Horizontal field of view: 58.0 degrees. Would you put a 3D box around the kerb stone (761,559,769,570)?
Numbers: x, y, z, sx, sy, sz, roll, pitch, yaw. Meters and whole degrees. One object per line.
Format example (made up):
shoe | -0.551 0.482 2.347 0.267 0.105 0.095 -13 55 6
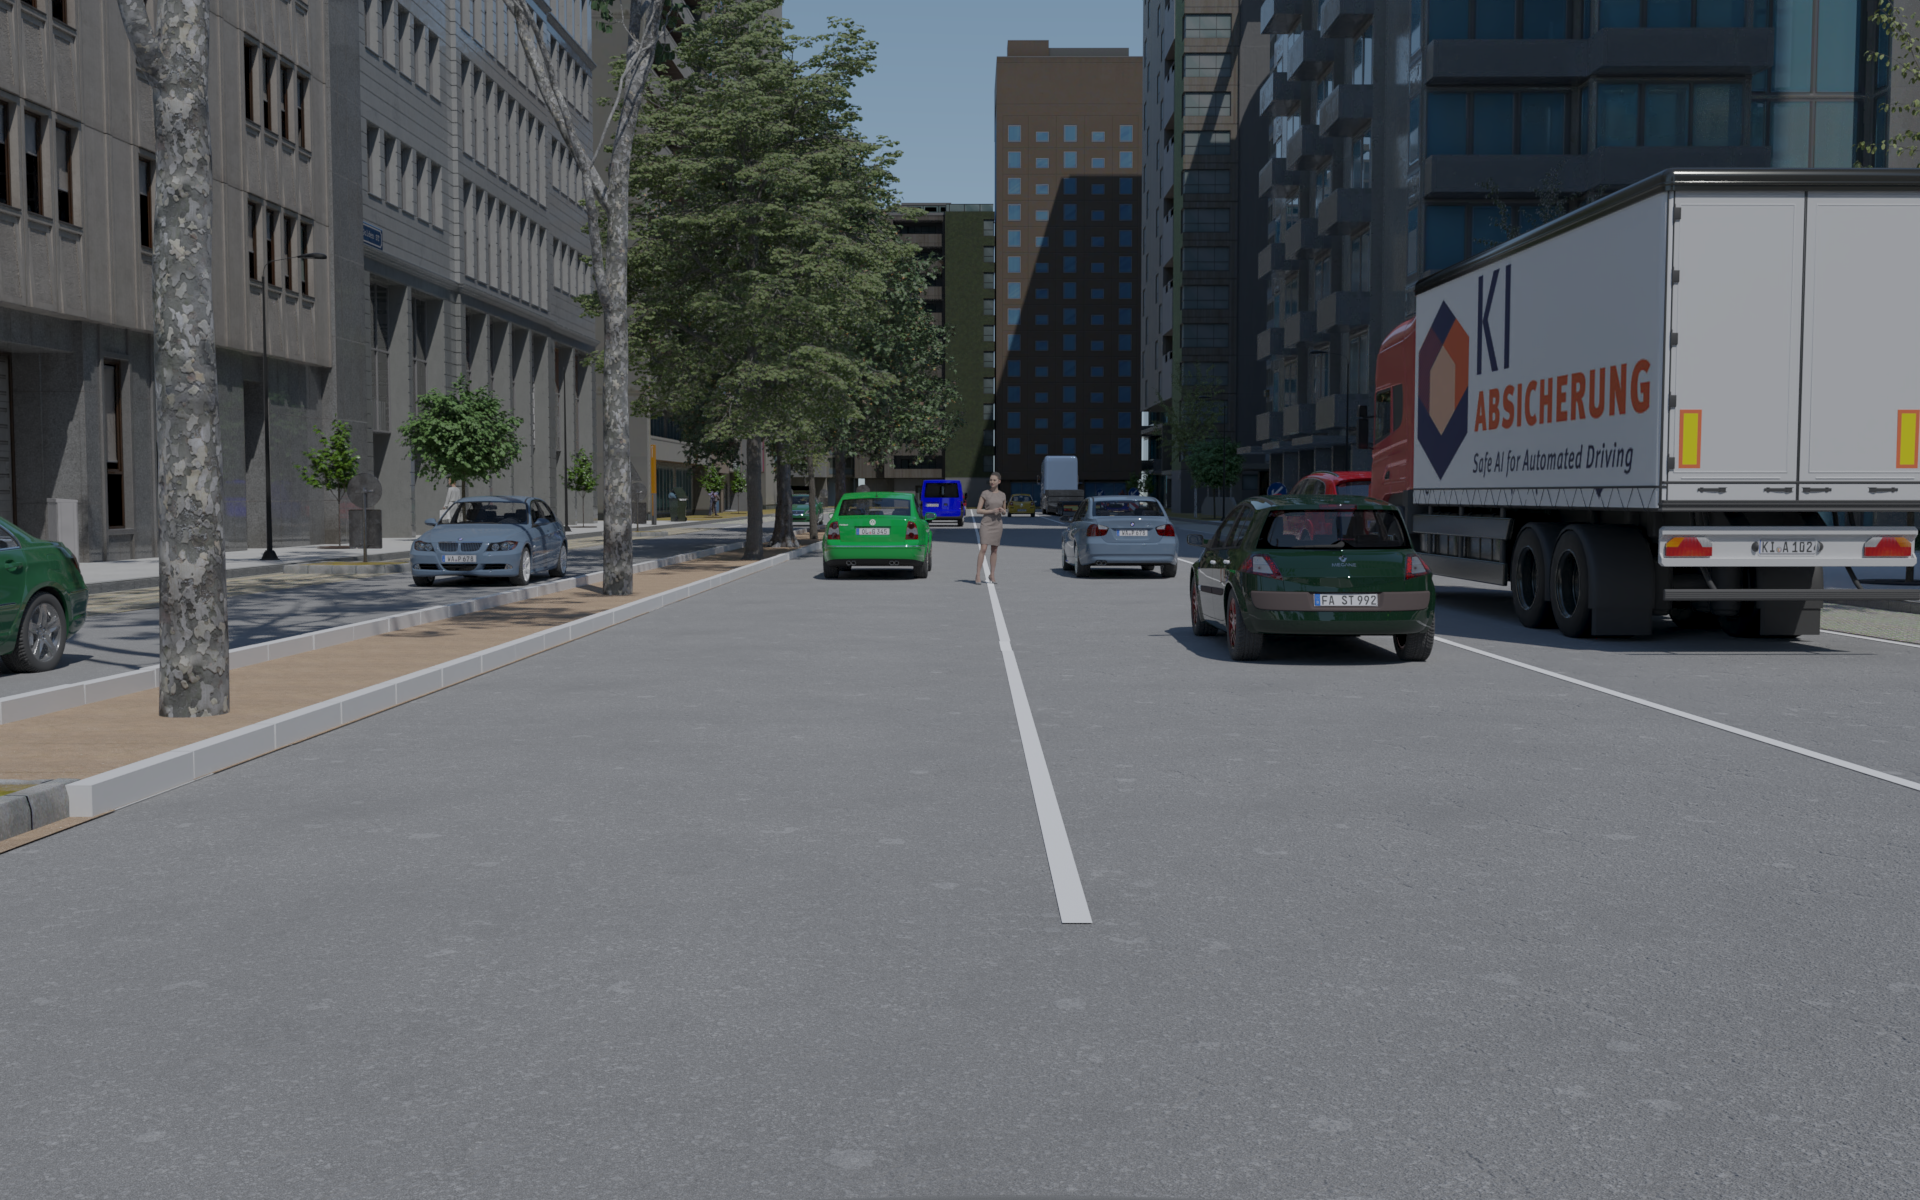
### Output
kerb stone | -3.783 -0.643 32.729 0.120 0.150 1.000 0 4 0

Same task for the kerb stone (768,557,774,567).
kerb stone | -3.783 -0.707 33.754 0.120 0.150 1.000 0 4 0

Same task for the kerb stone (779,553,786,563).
kerb stone | -3.768 -0.831 35.805 0.120 0.150 1.000 0 4 0

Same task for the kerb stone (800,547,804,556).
kerb stone | -3.752 -1.079 39.919 0.120 0.150 1.000 0 4 0

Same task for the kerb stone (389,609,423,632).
kerb stone | -5.942 0.234 18.369 0.120 0.150 1.000 0 4 0

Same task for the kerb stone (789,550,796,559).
kerb stone | -3.756 -0.958 37.868 0.120 0.150 1.000 0 4 0

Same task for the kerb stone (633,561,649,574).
kerb stone | -5.888 -0.581 31.692 0.120 0.150 1.000 0 4 0

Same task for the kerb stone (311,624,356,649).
kerb stone | -5.950 0.360 16.312 0.120 0.150 1.000 0 4 0

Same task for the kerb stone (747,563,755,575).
kerb stone | -3.793 -0.518 30.684 0.120 0.150 1.000 0 4 0

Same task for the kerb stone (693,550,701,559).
kerb stone | -5.862 -0.956 37.844 0.120 0.150 1.000 0 4 0

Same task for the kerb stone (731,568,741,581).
kerb stone | -3.798 -0.392 28.640 0.120 0.150 1.000 0 4 0

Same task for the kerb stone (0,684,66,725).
kerb stone | -5.973 0.673 11.188 0.120 0.150 1.000 0 4 0

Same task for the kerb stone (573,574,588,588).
kerb stone | -5.914 -0.262 26.569 0.120 0.150 1.000 0 4 0

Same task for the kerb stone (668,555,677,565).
kerb stone | -5.884 -0.764 34.768 0.120 0.150 1.000 0 4 0

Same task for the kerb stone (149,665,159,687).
kerb stone | -5.970 0.548 13.236 0.120 0.150 1.000 0 4 0

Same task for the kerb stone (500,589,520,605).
kerb stone | -5.928 -0.017 22.478 0.120 0.150 1.000 0 4 0

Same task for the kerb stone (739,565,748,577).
kerb stone | -3.797 -0.457 29.662 0.120 0.150 1.000 0 4 0

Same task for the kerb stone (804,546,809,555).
kerb stone | -3.746 -1.146 40.941 0.120 0.150 1.000 0 4 0

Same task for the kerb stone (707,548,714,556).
kerb stone | -5.853 -1.075 39.899 0.120 0.150 1.000 0 4 0

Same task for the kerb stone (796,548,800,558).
kerb stone | -3.749 -1.021 38.896 0.120 0.150 1.000 0 4 0

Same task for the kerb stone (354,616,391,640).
kerb stone | -5.950 0.299 17.334 0.120 0.150 1.000 0 4 0

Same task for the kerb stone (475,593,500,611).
kerb stone | -5.927 0.045 21.456 0.120 0.150 1.000 0 4 0

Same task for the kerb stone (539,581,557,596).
kerb stone | -5.916 -0.142 24.524 0.120 0.150 1.000 0 4 0

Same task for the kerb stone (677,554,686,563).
kerb stone | -5.866 -0.832 35.792 0.120 0.150 1.000 0 4 0

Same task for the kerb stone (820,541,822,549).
kerb stone | -3.726 -1.398 45.056 0.120 0.150 1.000 0 4 0

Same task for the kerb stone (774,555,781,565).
kerb stone | -3.768 -0.770 34.781 0.120 0.150 1.000 0 4 0

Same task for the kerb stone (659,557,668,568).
kerb stone | -5.879 -0.706 33.745 0.120 0.150 1.000 0 4 0

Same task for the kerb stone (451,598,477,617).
kerb stone | -5.931 0.116 20.430 0.120 0.150 1.000 0 4 0

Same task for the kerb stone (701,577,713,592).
kerb stone | -3.816 -0.205 25.550 0.120 0.150 1.000 0 4 0

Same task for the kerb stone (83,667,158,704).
kerb stone | -5.973 0.618 12.214 0.120 0.150 1.000 0 4 0

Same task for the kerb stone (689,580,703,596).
kerb stone | -3.815 -0.143 24.528 0.120 0.150 1.000 0 4 0

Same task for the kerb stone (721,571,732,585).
kerb stone | -3.803 -0.330 27.613 0.120 0.150 1.000 0 4 0

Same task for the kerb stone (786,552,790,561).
kerb stone | -3.776 -0.895 36.838 0.120 0.150 1.000 0 4 0

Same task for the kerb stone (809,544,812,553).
kerb stone | -3.751 -1.209 41.970 0.120 0.150 1.000 0 4 0

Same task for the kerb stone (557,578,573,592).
kerb stone | -5.916 -0.205 25.546 0.120 0.150 1.000 0 4 0

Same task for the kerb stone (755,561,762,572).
kerb stone | -3.787 -0.580 31.707 0.120 0.150 1.000 0 4 0

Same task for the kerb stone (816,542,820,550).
kerb stone | -3.734 -1.334 44.020 0.120 0.150 1.000 0 4 0

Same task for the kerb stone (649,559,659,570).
kerb stone | -5.885 -0.644 32.719 0.120 0.150 1.000 0 4 0

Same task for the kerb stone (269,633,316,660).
kerb stone | -5.961 0.425 15.290 0.120 0.150 1.000 0 4 0

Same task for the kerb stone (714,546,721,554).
kerb stone | -5.848 -1.145 40.924 0.120 0.150 1.000 0 4 0

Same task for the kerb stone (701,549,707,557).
kerb stone | -5.863 -1.020 38.876 0.120 0.150 1.000 0 4 0

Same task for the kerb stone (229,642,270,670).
kerb stone | -5.963 0.486 14.265 0.120 0.150 1.000 0 4 0

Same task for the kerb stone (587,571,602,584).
kerb stone | -5.904 -0.330 27.590 0.120 0.150 1.000 0 4 0

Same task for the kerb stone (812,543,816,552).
kerb stone | -3.740 -1.264 42.997 0.120 0.150 1.000 0 4 0

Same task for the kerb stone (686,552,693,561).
kerb stone | -5.865 -0.894 36.814 0.120 0.150 1.000 0 4 0

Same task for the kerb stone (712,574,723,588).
kerb stone | -3.809 -0.266 26.583 0.120 0.150 1.000 0 4 0

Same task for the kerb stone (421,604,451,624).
kerb stone | -5.936 0.172 19.391 0.120 0.150 1.000 0 4 0

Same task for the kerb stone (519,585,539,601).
kerb stone | -5.925 -0.080 23.501 0.120 0.150 1.000 0 4 0
